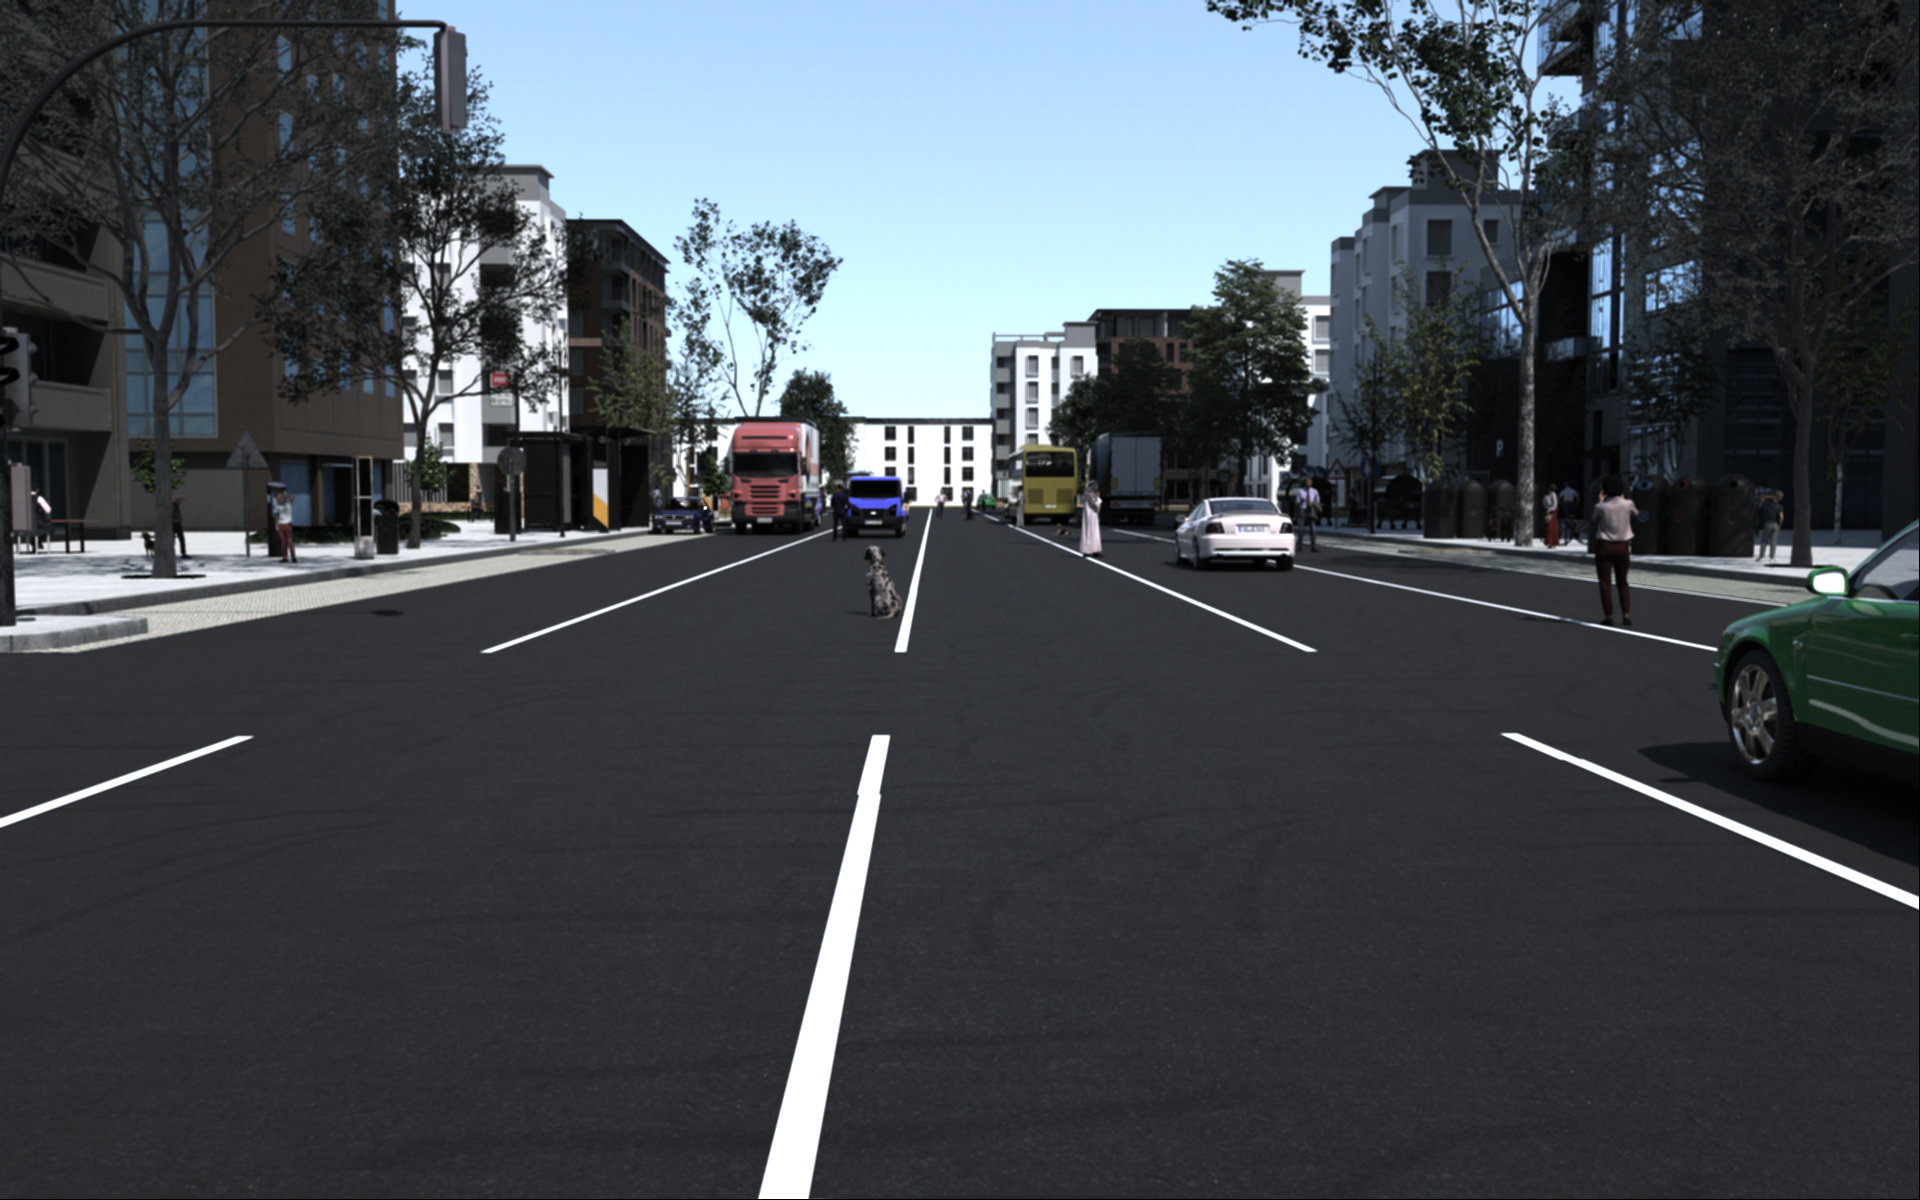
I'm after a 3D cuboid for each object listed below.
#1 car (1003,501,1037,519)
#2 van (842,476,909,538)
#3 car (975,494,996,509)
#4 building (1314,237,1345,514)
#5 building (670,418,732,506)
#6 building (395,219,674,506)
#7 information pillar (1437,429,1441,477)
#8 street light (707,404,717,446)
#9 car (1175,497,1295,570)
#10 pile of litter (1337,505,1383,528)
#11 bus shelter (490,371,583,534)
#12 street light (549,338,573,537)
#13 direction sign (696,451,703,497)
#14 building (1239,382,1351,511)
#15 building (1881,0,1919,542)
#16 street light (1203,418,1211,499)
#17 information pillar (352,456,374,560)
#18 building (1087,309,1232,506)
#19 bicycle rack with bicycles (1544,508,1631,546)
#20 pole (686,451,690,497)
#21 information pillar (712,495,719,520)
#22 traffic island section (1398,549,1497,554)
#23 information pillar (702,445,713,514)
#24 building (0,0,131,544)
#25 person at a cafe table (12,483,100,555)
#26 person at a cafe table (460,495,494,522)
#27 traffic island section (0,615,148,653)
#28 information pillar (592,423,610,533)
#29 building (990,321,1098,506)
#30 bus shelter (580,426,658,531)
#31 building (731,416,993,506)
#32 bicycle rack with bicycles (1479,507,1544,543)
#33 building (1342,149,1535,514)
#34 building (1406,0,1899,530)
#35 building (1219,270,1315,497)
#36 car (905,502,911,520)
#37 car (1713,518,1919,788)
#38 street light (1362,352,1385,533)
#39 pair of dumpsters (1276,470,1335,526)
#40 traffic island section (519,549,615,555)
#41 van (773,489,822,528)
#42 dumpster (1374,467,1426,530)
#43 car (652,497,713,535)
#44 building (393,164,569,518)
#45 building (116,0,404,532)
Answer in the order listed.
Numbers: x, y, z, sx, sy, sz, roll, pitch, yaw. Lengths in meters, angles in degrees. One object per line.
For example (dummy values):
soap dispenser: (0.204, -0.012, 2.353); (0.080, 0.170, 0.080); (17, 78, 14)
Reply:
car: (3.502, -5.517, 99.988); (2.009, 1.686, 4.222); (0, 4, -2)
van: (-2.811, -3.291, 58.186); (2.240, 2.365, 5.245); (0, 4, -1)
car: (2.437, -9.419, 162.794); (1.959, 1.807, 4.718); (0, 4, 0)
building: (32.439, -15.658, 112.428); (16.016, 20.091, 11.380); (0, 4, -1)
building: (-38.598, -15.265, 191.730); (28.070, 9.664, 9.099); (0, 4, -1)
building: (-41.600, -18.270, 142.695); (32.646, 21.610, 27.936); (0, 4, -1)
information pillar: (17.263, -4.350, 62.477); (0.183, 3.616, 0.504); (1, 4, 15)
street light: (-12.392, -6.939, 86.244); (0.468, 5.910, 1.993); (0, 4, -1)
car: (5.355, -1.325, 34.032); (2.083, 1.381, 4.827); (0, 3, 0)
pile of litter: (15.247, -3.180, 65.958); (1.176, 0.858, 1.719); (-3, 5, -45)
bus shelter: (-14.287, -4.993, 59.275); (2.179, 5.291, 8.768); (0, 4, -1)
street light: (-11.824, -4.804, 51.338); (0.468, 5.910, 1.993); (0, 4, -1)
direction sign: (-13.774, -6.112, 91.934); (0.379, 3.537, 0.876); (-2, 4, -34)
building: (28.271, -11.635, 132.377); (9.099, 9.664, 28.070); (0, 4, -1)
building: (39.089, -30.255, 36.672); (28.212, 58.520, 21.231); (0, 4, -1)
street light: (12.979, -7.234, 91.062); (0.468, 5.910, 1.993); (0, 4, -1)
information pillar: (-11.706, -1.804, 33.981); (0.304, 2.012, 0.304); (-2, 4, -34)
building: (31.221, -21.890, 201.882); (32.646, 21.610, 27.936); (0, 4, -1)
bicycle rack with bicycles: (16.274, -1.833, 43.355); (2.925, 0.926, 2.852); (1, 4, 20)
pole: (-12.934, -5.412, 82.333); (0.158, 3.312, 0.155); (0, 3, 0)
information pillar: (-12.021, -4.924, 85.002); (0.304, 2.012, 0.304); (-1, 4, -23)
traffic island section: (11.664, -1.158, 41.807); (1.991, 0.108, 1.994); (0, 4, -1)
information pillar: (-12.099, -5.605, 83.003); (0.504, 3.616, 0.183); (0, 4, -1)
building: (-33.734, -25.245, 36.458); (21.300, 48.544, 21.600); (0, 4, -1)
person at a cafe table: (-19.716, -1.757, 37.238); (1.698, 1.524, 1.622); (0, 4, -4)
person at a cafe table: (-21.912, -4.171, 79.056); (1.698, 1.238, 1.726); (-2, 4, -29)
traffic island section: (-9.312, 0.333, 16.839); (2.009, 0.180, 2.903); (0, 4, -1)
information pillar: (-11.794, -4.007, 56.873); (0.504, 3.616, 0.183); (0, 4, -3)
building: (9.290, -20.777, 196.130); (11.380, 20.091, 16.016); (0, 4, -1)
bus shelter: (-12.279, -4.372, 62.761); (1.731, 3.624, 6.357); (0, 4, -1)
building: (-10.364, -15.251, 191.495); (28.070, 9.664, 9.099); (0, 4, -1)
bicycle rack with bicycles: (15.217, -2.038, 46.697); (2.852, 0.926, 2.925); (2, 4, 30)
building: (31.873, -14.963, 101.059); (16.016, 20.091, 11.380); (0, 4, -1)
building: (35.360, -46.640, 75.236); (22.319, 86.520, 31.000); (0, 4, -1)
building: (31.086, -18.065, 151.788); (16.016, 20.091, 11.380); (0, 4, -1)
car: (-3.675, -5.203, 95.291); (2.015, 1.641, 3.980); (0, 4, -1)
car: (4.835, 0.094, 7.257); (1.959, 1.807, 4.718); (0, 3, 0)
street light: (13.438, -5.105, 56.254); (0.468, 5.910, 1.993); (0, 4, -1)
pair of dumpsters: (14.175, -4.189, 70.976); (1.574, 2.255, 4.437); (0, 4, -1)
traffic island section: (-9.351, -1.142, 41.532); (1.991, 0.108, 1.994); (0, 4, -1)
van: (-7.098, -4.276, 74.290); (2.240, 2.365, 5.245); (0, 4, 1)
dumpster: (15.906, -3.687, 62.769); (1.502, 2.255, 1.985); (0, 4, -1)
car: (-9.895, -3.015, 61.875); (1.945, 1.354, 3.894); (0, 4, 1)
building: (-30.529, -14.742, 97.456); (16.016, 20.091, 11.380); (0, 4, -1)
building: (-29.940, -25.298, 63.732); (14.600, 45.320, 14.200); (0, 4, -1)
